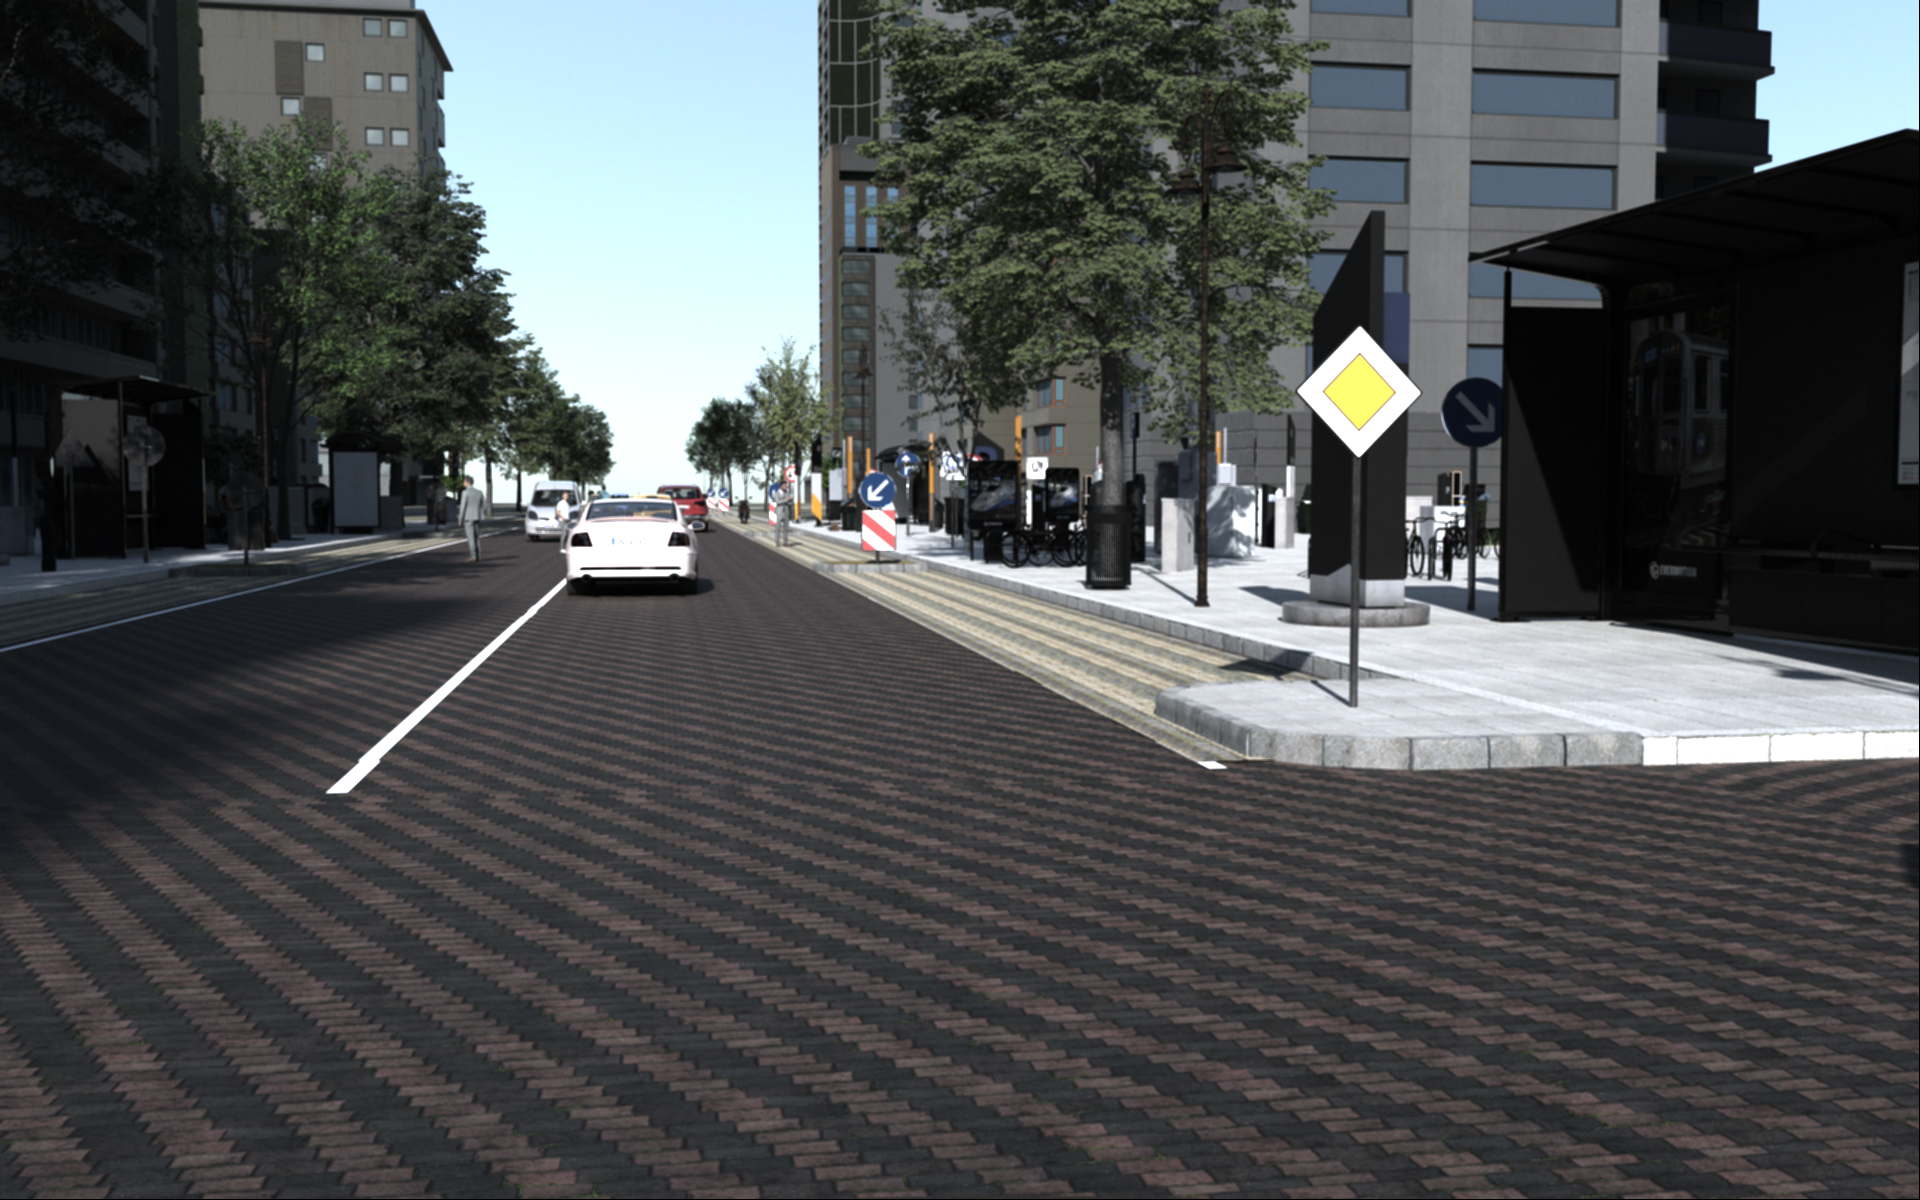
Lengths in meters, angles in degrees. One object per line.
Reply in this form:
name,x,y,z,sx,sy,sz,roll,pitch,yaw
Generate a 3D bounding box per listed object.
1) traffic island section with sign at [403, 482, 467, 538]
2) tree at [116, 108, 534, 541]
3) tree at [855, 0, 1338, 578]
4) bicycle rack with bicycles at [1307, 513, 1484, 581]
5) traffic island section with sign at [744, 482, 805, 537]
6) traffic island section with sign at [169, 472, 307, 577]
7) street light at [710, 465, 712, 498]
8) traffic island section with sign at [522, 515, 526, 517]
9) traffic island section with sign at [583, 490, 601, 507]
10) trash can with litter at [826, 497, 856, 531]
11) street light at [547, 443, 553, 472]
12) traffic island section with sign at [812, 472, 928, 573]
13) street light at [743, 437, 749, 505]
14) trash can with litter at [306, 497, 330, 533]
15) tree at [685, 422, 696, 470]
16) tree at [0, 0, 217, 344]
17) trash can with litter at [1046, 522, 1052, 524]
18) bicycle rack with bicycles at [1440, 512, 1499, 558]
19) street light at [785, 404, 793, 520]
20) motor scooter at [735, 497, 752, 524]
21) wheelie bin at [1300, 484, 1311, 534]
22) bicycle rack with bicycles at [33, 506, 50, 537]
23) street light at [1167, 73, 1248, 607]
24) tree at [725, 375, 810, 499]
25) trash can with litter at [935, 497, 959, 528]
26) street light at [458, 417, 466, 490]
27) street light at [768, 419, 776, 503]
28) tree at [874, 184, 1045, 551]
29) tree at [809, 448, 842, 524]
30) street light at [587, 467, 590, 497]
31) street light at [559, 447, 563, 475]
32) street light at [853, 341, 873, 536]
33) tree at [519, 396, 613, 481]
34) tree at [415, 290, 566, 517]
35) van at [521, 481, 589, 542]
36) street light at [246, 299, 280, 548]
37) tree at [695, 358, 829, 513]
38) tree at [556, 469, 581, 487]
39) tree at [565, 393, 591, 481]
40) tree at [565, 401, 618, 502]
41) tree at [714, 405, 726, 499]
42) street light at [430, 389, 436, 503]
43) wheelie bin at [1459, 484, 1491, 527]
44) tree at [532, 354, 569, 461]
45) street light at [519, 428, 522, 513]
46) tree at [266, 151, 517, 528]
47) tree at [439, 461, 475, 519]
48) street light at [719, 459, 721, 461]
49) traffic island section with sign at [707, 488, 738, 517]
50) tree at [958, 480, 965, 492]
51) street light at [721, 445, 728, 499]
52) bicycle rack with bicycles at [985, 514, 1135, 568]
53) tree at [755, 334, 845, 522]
traffic island section with sign,-17.402,-2.998,57.642,1.989,1.847,2.006,-1,4,-10
tree,-18.871,-7.461,47.747,9.928,11.665,9.643,0,3,0
tree,1.901,-6.617,26.321,7.486,12.596,7.792,0,3,0
bicycle rack with bicycles,6.577,-0.830,26.954,2.852,0.926,2.925,1,4,18
traffic island section with sign,-6.358,-3.084,59.057,1.989,1.847,2.006,-1,4,-10
traffic island section with sign,-12.748,-1.353,30.756,1.989,1.847,2.006,-1,4,-10
street light,-30.078,-14.469,209.352,0.468,5.910,1.993,-1,4,-10
traffic island section with sign,-25.926,-6.007,106.840,1.989,1.847,2.006,-1,4,-10
traffic island section with sign,-40.071,-10.998,188.445,1.989,1.847,2.006,-1,4,-10
trash can with litter,-4.090,-2.998,60.397,1.055,1.170,0.624,-2,4,-23
street light,-35.498,-10.835,149.934,0.468,5.910,1.993,-1,4,-10
traffic island section with sign,-1.727,-1.446,32.278,1.989,1.847,2.006,-1,4,-10
street light,-15.773,-9.459,127.449,0.468,5.910,1.993,-1,4,-10
trash can with litter,-21.082,-2.788,56.973,0.624,1.170,1.055,0,4,4
tree,-23.446,-14.411,170.037,7.601,10.594,8.767,-1,4,-16
tree,-14.281,-5.455,23.597,8.767,10.594,7.601,0,4,3
trash can with litter,3.868,-3.798,73.487,0.624,1.170,1.055,-1,4,-14
bicycle rack with bicycles,10.410,-1.266,34.083,2.925,0.926,2.852,-3,5,-42
street light,-8.279,-6.816,84.233,0.468,5.910,1.993,-1,4,-10
motor scooter,-10.419,-4.327,83.517,0.815,1.314,1.986,-1,4,-11
wheelie bin,11.402,-2.925,55.734,0.980,1.594,0.693,3,4,37
bicycle rack with bicycles,-27.782,-2.262,50.361,2.852,0.926,2.925,-2,4,-25
street light,2.766,-2.864,19.610,0.468,5.910,1.993,-1,4,-10
tree,-10.950,-9.400,104.051,4.360,8.622,3.978,0,3,0
trash can with litter,-0.612,-3.278,64.986,1.055,1.170,0.624,0,4,2
street light,-24.090,-6.802,84.007,0.468,5.910,1.993,-1,4,-10
street light,-10.198,-7.453,94.643,0.468,5.910,1.993,-1,4,-10
tree,0.114,-5.443,39.359,4.360,8.622,3.978,0,3,0
tree,-5.668,-4.834,73.635,1.663,3.219,1.824,0,3,0
street light,-49.400,-15.770,230.631,0.468,5.910,1.993,-1,4,-10
street light,-38.171,-11.795,165.641,0.468,5.910,1.993,-1,4,-10
street light,-2.916,-4.859,52.234,0.468,5.910,1.993,-1,4,-10
tree,-37.290,-13.683,158.136,8.767,10.594,7.601,2,4,30
tree,-26.849,-10.932,96.867,7.486,12.596,7.792,0,3,0
van,-12.393,-2.818,53.088,2.013,2.044,4.112,-1,4,-11
street light,-16.536,-4.186,41.221,0.468,5.910,1.993,-1,4,-10
tree,-13.435,-11.320,119.498,8.767,10.594,7.601,-1,4,-11
tree,-41.114,-12.057,180.840,4.285,4.588,4.351,0,3,0
tree,-40.604,-15.565,172.610,7.486,12.596,7.792,0,3,0
tree,-51.941,-20.304,238.629,9.857,13.997,8.962,0,3,0
tree,-16.207,-11.043,130.915,4.360,8.622,3.978,0,3,0
street light,-22.216,-6.139,73.166,0.468,5.910,1.993,-1,4,-10
wheelie bin,16.199,-2.844,54.405,0.980,1.594,0.693,0,3,0
tree,-32.263,-12.300,126.854,9.928,11.665,9.643,0,3,0
street light,-29.795,-8.843,117.370,0.468,5.910,1.993,-1,4,-10
tree,-21.544,-9.726,65.673,9.857,13.997,8.962,0,3,0
tree,-25.825,-5.733,88.334,1.663,3.219,1.824,0,3,0
street light,-24.384,-12.507,177.278,0.468,5.910,1.993,-1,4,-10
traffic island section with sign,-14.960,-6.119,108.673,1.989,1.847,2.006,-1,4,-10
tree,0.599,-5.478,84.166,1.663,3.219,1.824,0,3,0
street light,-21.489,-11.439,159.815,0.468,5.910,1.993,-1,4,-10
bicycle rack with bicycles,1.778,-1.093,31.257,2.925,0.926,2.852,-1,4,-15
tree,-7.353,-7.883,79.245,4.737,8.622,4.395,0,3,0
